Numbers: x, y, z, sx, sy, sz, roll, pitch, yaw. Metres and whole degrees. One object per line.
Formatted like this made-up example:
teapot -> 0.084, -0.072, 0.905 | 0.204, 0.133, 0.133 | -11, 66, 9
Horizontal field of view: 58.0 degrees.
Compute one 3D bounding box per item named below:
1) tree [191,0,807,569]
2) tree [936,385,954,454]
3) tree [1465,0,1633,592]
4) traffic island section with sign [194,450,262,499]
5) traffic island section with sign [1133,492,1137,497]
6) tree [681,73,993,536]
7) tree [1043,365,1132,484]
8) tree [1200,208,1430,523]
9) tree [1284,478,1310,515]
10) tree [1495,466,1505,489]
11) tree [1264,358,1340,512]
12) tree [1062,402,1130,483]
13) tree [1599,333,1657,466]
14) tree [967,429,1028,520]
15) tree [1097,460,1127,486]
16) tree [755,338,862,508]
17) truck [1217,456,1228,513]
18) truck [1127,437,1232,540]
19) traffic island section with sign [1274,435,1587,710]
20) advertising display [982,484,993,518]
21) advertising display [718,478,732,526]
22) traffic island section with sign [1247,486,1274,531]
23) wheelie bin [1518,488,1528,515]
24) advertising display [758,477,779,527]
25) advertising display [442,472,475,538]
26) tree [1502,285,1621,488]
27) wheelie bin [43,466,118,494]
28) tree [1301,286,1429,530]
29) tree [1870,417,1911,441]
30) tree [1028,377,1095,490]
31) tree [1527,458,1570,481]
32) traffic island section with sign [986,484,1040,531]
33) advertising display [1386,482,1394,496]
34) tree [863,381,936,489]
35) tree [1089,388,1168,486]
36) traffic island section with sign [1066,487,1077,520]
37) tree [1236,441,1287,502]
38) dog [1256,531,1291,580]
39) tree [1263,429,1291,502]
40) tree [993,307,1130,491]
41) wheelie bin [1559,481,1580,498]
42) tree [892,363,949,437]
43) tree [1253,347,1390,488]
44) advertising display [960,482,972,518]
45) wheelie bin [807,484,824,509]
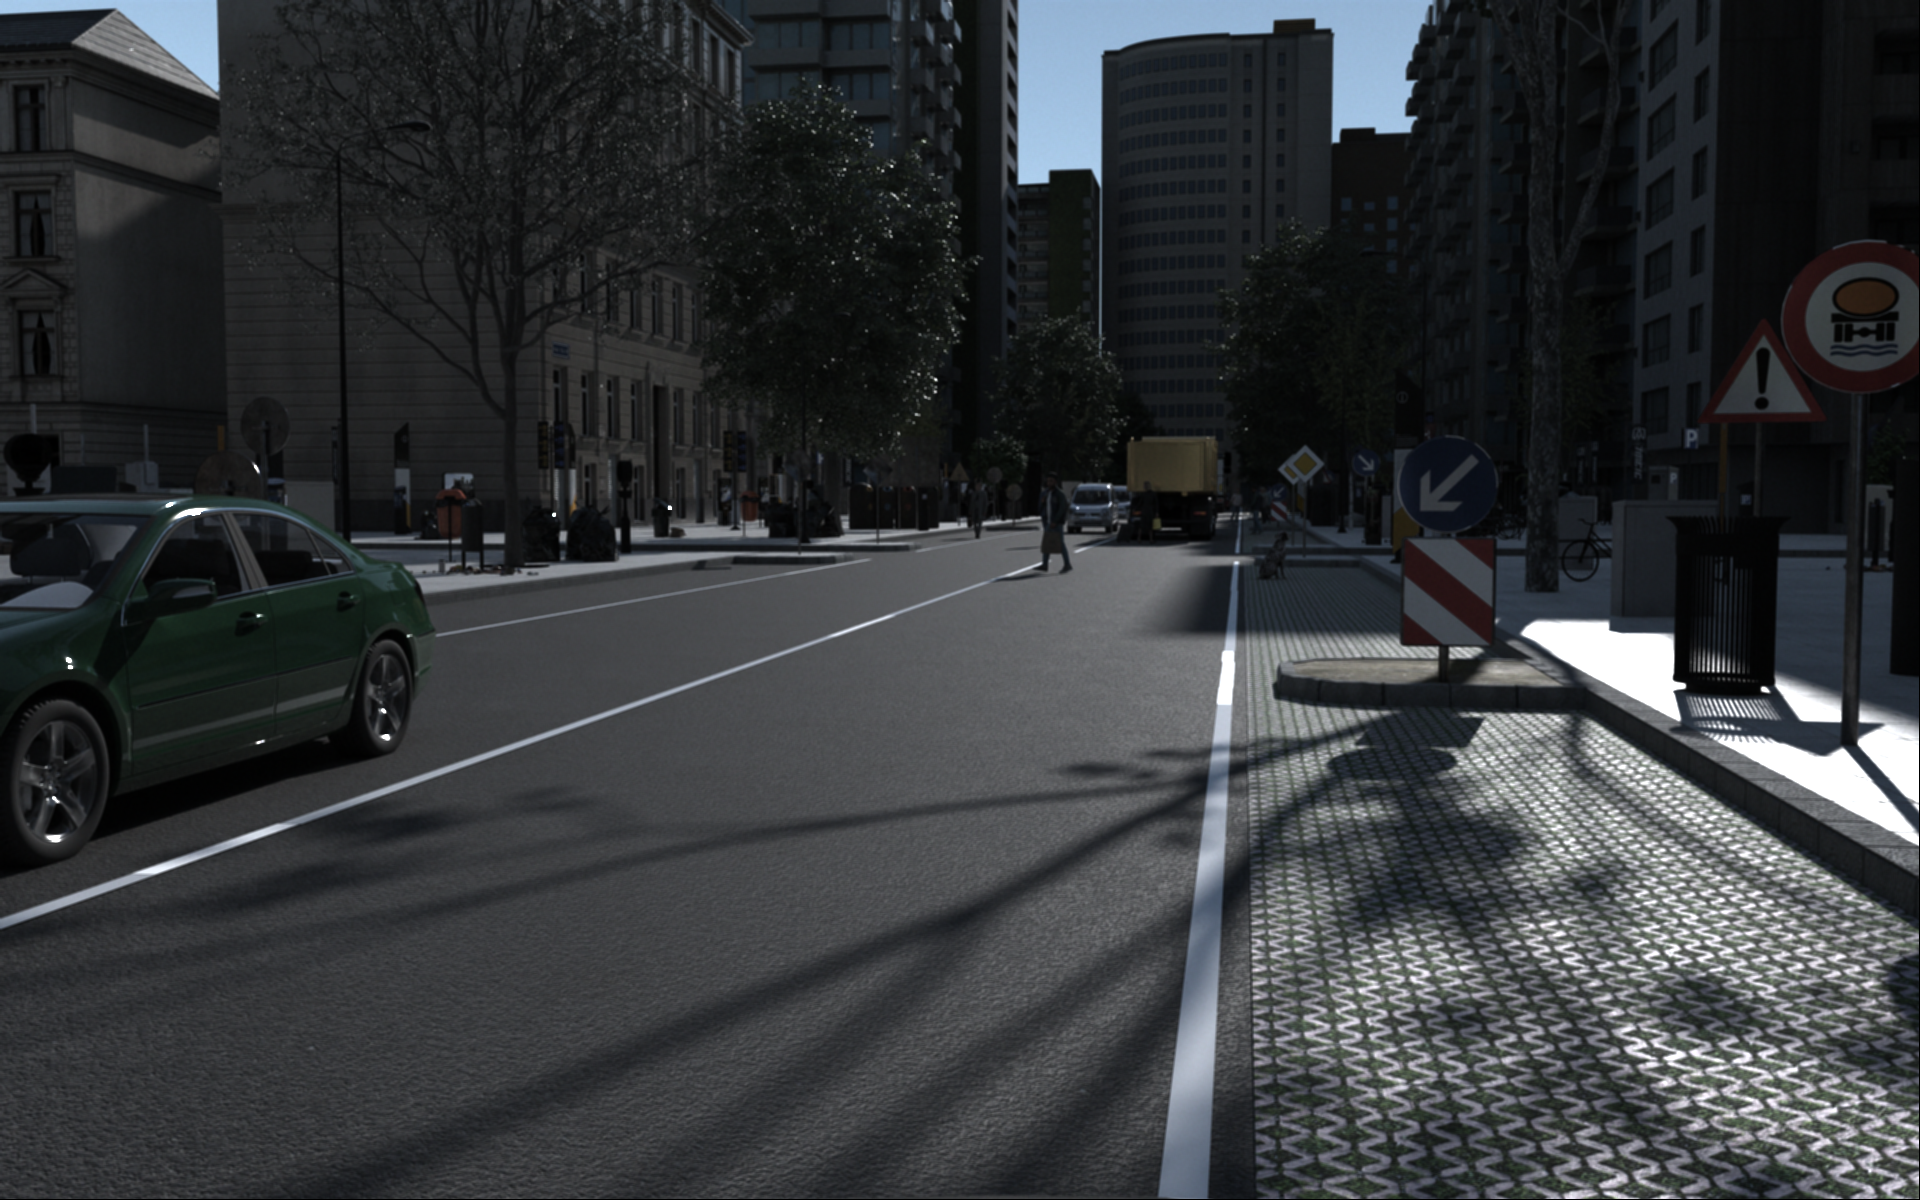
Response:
tree -> -7.930, -7.304, 29.792 | 12.009, 13.543, 11.850 | 0, 3, 0
tree -> -2.498, -9.697, 108.907 | 4.360, 8.622, 3.978 | 0, 3, 0
tree -> 6.316, -10.135, 21.594 | 12.611, 20.169, 13.585 | 0, 3, 0
traffic island section with sign -> -6.638, -0.386, 14.938 | 1.989, 1.847, 2.006 | 1, 4, 9
traffic island section with sign -> 14.575, -8.343, 145.032 | 1.989, 1.847, 2.006 | 1, 4, 9
tree -> -3.932, -8.957, 53.107 | 9.857, 13.997, 8.962 | 0, 3, 0
tree -> 9.863, -12.829, 135.502 | 9.928, 11.665, 9.643 | 0, 3, 0
tree -> 15.910, -10.432, 77.226 | 9.857, 13.997, 8.962 | 0, 3, 0
tree -> 20.661, -6.848, 106.568 | 1.663, 3.219, 1.824 | 0, 3, 0
tree -> 30.067, -6.312, 97.805 | 1.663, 3.219, 1.824 | 0, 3, 0
tree -> 24.831, -12.265, 126.293 | 9.928, 11.665, 9.643 | 0, 3, 0
tree -> 11.655, -13.256, 151.145 | 7.601, 10.594, 8.767 | 2, 4, 27
tree -> 30.822, -7.755, 77.163 | 4.360, 8.622, 3.978 | 0, 3, 0
tree -> 1.972, -6.336, 87.304 | 4.285, 4.588, 4.351 | 0, 3, 0
tree -> 14.324, -10.927, 162.373 | 4.285, 4.588, 4.351 | 0, 3, 0
tree -> -7.253, -7.748, 77.045 | 4.360, 8.622, 3.978 | 0, 3, 0
truck -> 19.249, -8.857, 133.722 | 2.839, 4.237, 11.283 | 1, 4, 9
truck -> 7.157, -3.751, 57.259 | 3.469, 3.379, 9.791 | 1, 4, 10
traffic island section with sign -> 3.312, -0.236, 12.493 | 1.989, 1.847, 2.006 | 1, 4, 9
advertising display -> 1.452, -5.346, 92.628 | 0.974, 1.923, 0.123 | 3, 4, 37
advertising display -> -9.495, -3.959, 69.943 | 0.123, 1.923, 0.974 | 1, 4, 20
traffic island section with sign -> 12.247, -3.585, 67.236 | 1.989, 1.847, 2.006 | 1, 4, 9
wheelie bin -> 29.617, -5.071, 90.813 | 0.693, 1.594, 0.980 | 1, 4, 20
advertising display -> -7.436, -3.796, 67.279 | 0.123, 1.923, 0.974 | 3, 5, 42
advertising display -> -14.747, -2.798, 50.953 | 0.974, 1.923, 0.123 | -3, 5, -41
tree -> 21.496, -6.807, 61.650 | 4.737, 8.622, 4.395 | 0, 3, 0
wheelie bin -> -9.817, -0.704, 19.413 | 0.980, 1.594, 0.693 | -1, 4, -18
tree -> 14.094, -6.789, 61.358 | 4.737, 8.622, 4.395 | 0, 3, 0
tree -> 23.448, -2.997, 43.608 | 1.663, 3.219, 1.824 | 0, 3, 0
tree -> 6.333, -9.761, 109.948 | 4.360, 8.622, 3.978 | 0, 3, 0
tree -> 25.431, -4.924, 75.110 | 1.663, 3.219, 1.824 | 0, 3, 0
traffic island section with sign -> 2.153, -3.683, 68.843 | 1.989, 1.847, 2.006 | 1, 4, 9
advertising display -> 23.936, -5.524, 95.527 | 0.974, 1.923, 0.123 | -2, 4, -25
tree -> -4.263, -8.191, 84.278 | 4.360, 8.622, 3.978 | 0, 3, 0
tree -> 18.324, -16.555, 187.678 | 9.611, 12.733, 9.660 | 0, 3, 0
traffic island section with sign -> 6.491, -5.310, 95.448 | 1.989, 1.847, 2.006 | 1, 4, 9
tree -> 34.893, -16.744, 190.766 | 9.611, 12.733, 9.660 | 0, 3, 0
dog -> 5.133, -0.745, 29.010 | 0.800, 0.831, 0.513 | 1, 4, 10
tree -> 30.338, -13.096, 164.480 | 4.360, 8.622, 3.978 | 0, 3, 0
tree -> 6.603, -12.891, 117.416 | 9.857, 13.997, 8.962 | 0, 3, 0
wheelie bin -> 14.323, -2.052, 41.452 | 0.980, 1.594, 0.693 | 1, 4, 22
tree -> -2.714, -8.725, 93.016 | 4.737, 8.622, 4.395 | 0, 3, 0
tree -> 20.854, -10.212, 101.374 | 8.767, 10.594, 7.601 | 1, 4, 13
advertising display -> 0.505, -5.396, 93.443 | 0.974, 1.923, 0.123 | 0, 4, -1
wheelie bin -> -4.589, -2.978, 56.603 | 0.693, 1.594, 0.980 | 3, 4, 36
